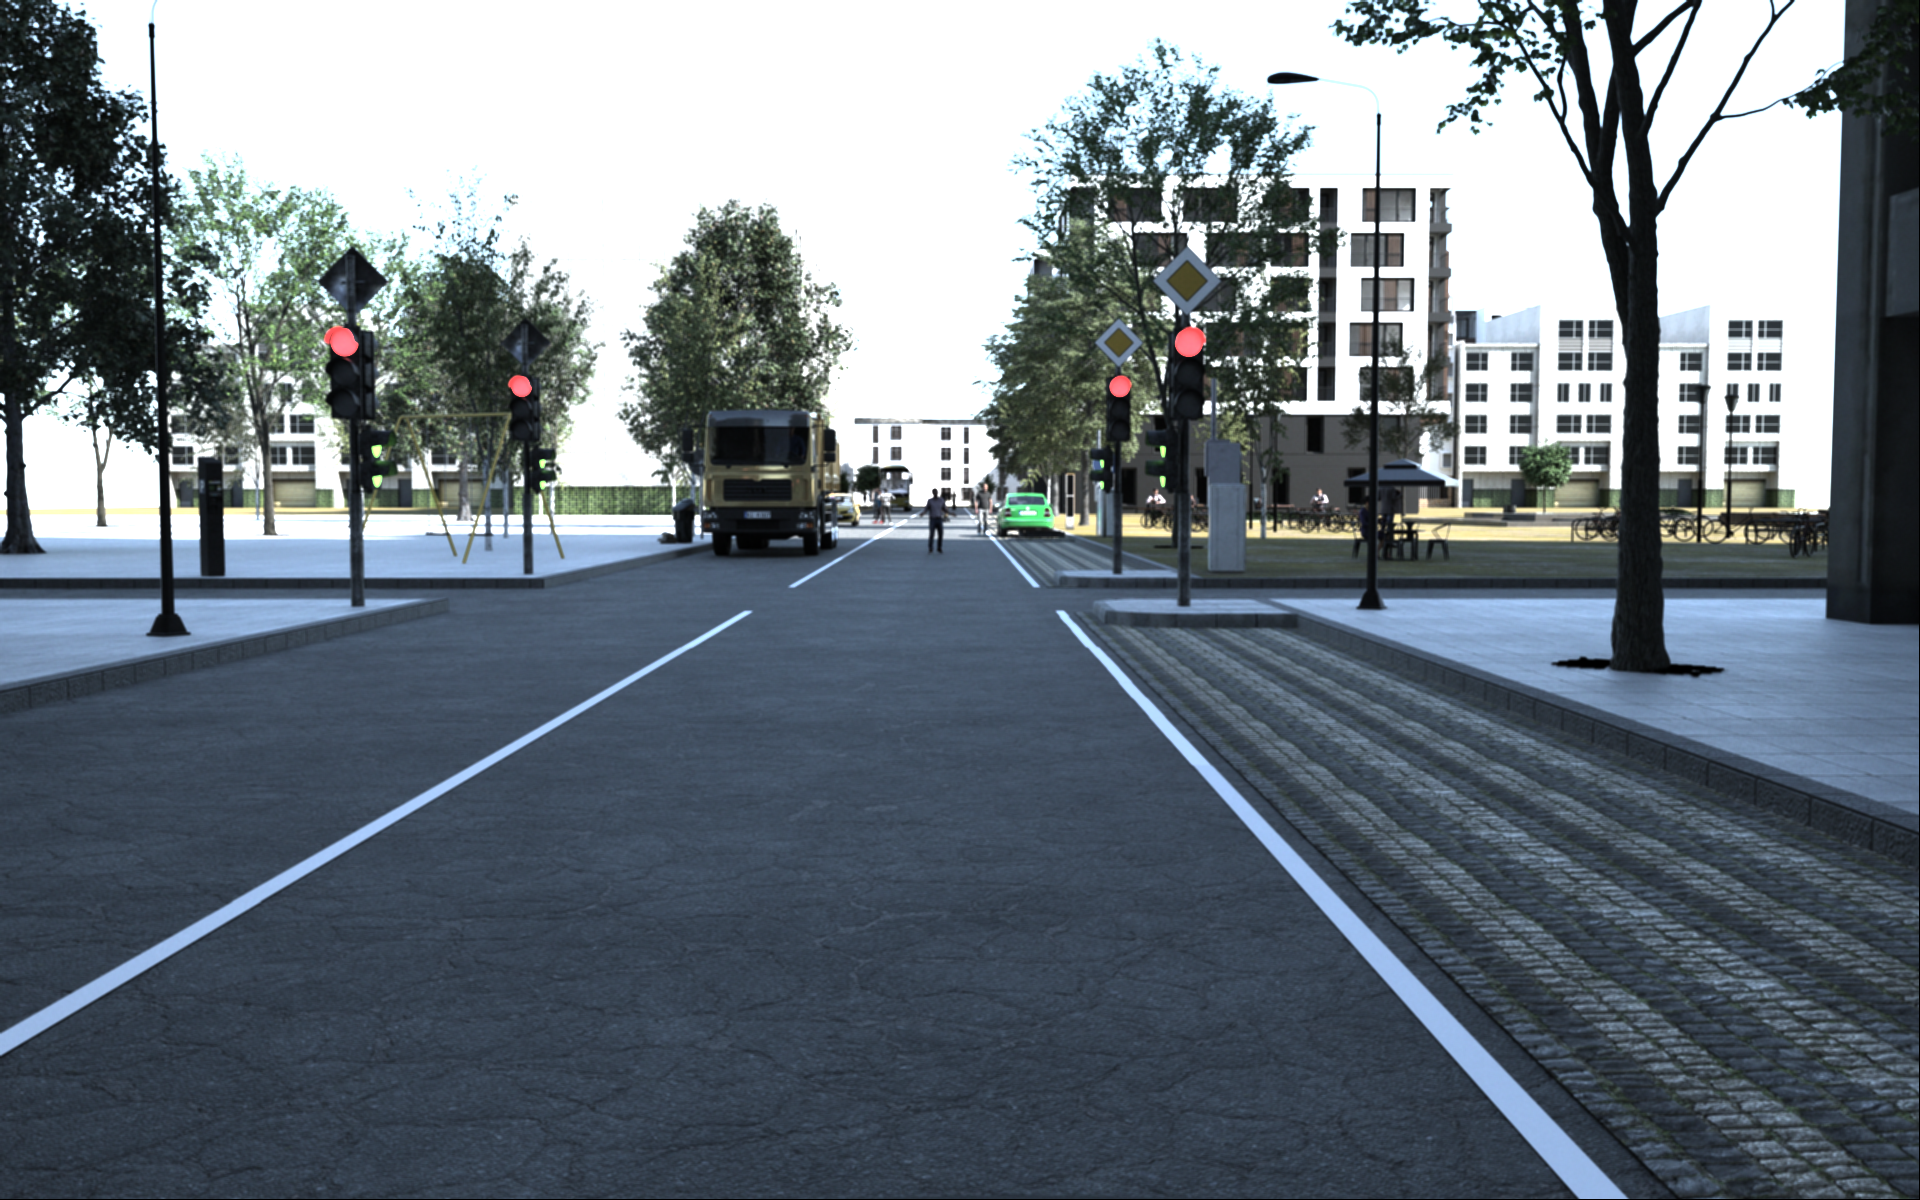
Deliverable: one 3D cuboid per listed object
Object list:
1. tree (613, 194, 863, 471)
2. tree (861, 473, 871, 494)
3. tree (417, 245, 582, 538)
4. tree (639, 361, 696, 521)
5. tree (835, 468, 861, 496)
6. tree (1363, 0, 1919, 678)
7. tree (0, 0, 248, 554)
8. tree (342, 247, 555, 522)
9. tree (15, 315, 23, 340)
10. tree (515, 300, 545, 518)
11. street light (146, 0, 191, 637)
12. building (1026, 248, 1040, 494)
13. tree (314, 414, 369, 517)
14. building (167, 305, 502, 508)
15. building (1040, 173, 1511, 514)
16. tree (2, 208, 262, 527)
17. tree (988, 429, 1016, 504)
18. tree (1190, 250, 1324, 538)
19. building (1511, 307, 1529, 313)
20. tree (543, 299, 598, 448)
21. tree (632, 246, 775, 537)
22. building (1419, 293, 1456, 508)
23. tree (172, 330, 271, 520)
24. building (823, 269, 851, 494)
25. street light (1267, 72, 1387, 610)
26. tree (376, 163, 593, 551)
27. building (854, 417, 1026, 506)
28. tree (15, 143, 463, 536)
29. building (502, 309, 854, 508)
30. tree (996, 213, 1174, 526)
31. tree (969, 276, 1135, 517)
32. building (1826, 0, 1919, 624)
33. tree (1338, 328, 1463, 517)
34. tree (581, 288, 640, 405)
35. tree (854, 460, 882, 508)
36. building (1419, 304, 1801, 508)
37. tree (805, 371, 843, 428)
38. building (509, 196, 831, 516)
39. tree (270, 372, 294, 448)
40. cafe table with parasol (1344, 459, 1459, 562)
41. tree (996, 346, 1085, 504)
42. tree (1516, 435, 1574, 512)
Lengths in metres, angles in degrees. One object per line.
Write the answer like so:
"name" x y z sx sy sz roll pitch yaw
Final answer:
"tree" -8.571 -9.140 66.440 9.611 12.733 9.660 0 3 0
"tree" -7.784 -8.690 136.680 1.663 3.219 1.824 0 3 0
"tree" -13.551 -6.126 50.515 4.360 8.622 3.978 0 3 0
"tree" -13.599 -8.146 83.547 4.360 8.622 3.978 0 3 0
"tree" -8.488 -8.015 125.646 1.663 3.219 1.824 0 3 0
"tree" 4.806 -5.298 12.382 9.928 11.665 9.643 0 3 0
"tree" -20.452 -7.341 37.041 9.611 12.733 9.660 0 3 0
"tree" -23.090 -9.977 80.131 9.611 12.733 9.660 0 3 0
"tree" -33.631 -8.408 55.605 7.486 12.596 7.792 0 3 0
"tree" -22.706 -8.519 65.042 9.928 11.665 9.643 0 3 0
"street light" -6.658 -2.632 15.570 1.470 5.913 1.316 0 4 0
"building" 19.974 -19.349 160.328 27.936 21.610 32.646 0 4 0
"tree" -34.057 -9.021 97.852 4.737 8.622 4.395 0 3 0
"building" -58.433 -18.523 169.312 31.486 18.905 16.747 0 4 0
"building" 20.864 -17.307 126.948 27.936 21.610 32.646 0 4 0
"tree" -33.228 -8.639 66.997 9.928 11.665 9.643 0 3 0
"tree" 4.616 -14.076 180.509 4.360 8.622 3.978 0 3 0
"tree" 8.590 -6.081 49.781 4.737 8.622 4.395 0 3 0
"building" 54.893 -21.950 202.862 32.646 21.610 27.936 0 4 0
"tree" -22.780 -10.138 91.513 9.928 11.665 9.643 0 3 0
"tree" -8.011 -6.237 52.333 4.737 8.622 4.395 0 3 0
"building" 40.734 -19.164 169.744 11.380 20.091 16.016 0 4 0
"tree" -33.408 -7.793 77.778 4.360 8.622 3.978 0 3 0
"building" -17.668 -18.066 151.794 16.016 20.091 11.380 0 4 0
"street light" 4.072 -2.856 19.230 1.470 5.913 1.316 0 4 0
"tree" -10.566 -5.411 38.829 4.737 8.622 4.395 0 3 0
"building" -4.246 -15.380 193.612 28.070 9.664 9.099 0 4 0
"tree" -21.399 -7.777 52.906 9.928 11.665 9.643 0 3 0
"building" -26.557 -18.485 168.685 31.486 18.905 16.747 0 4 0
"tree" 5.502 -9.311 70.355 7.486 12.596 7.792 0 3 0
"tree" 5.260 -11.739 98.581 9.857 13.997 8.962 0 3 0
"building" 19.651 -23.382 5.992 21.300 48.544 21.600 0 4 0
"tree" 24.944 -10.027 98.355 7.601 10.594 8.767 -1 4 -18
"tree" -13.417 -6.452 55.860 4.360 8.622 3.978 0 3 0
"tree" -8.494 -11.004 163.628 4.285 4.588 4.351 0 3 0
"building" 62.170 -18.522 169.289 31.486 18.905 16.747 0 4 0
"tree" -8.131 -8.222 84.792 4.737 8.622 4.395 0 3 0
"building" -18.383 -15.431 118.748 16.747 18.905 31.486 0 4 0
"tree" -34.899 -8.256 85.346 4.360 8.622 3.978 0 3 0
"cafe table with parasol" 8.578 -1.758 33.610 2.610 1.966 2.610 -1 4 -10
"tree" 4.220 -8.305 86.147 4.737 8.622 4.395 0 3 0
"tree" 32.983 -6.959 97.492 4.285 4.588 4.351 0 3 0
